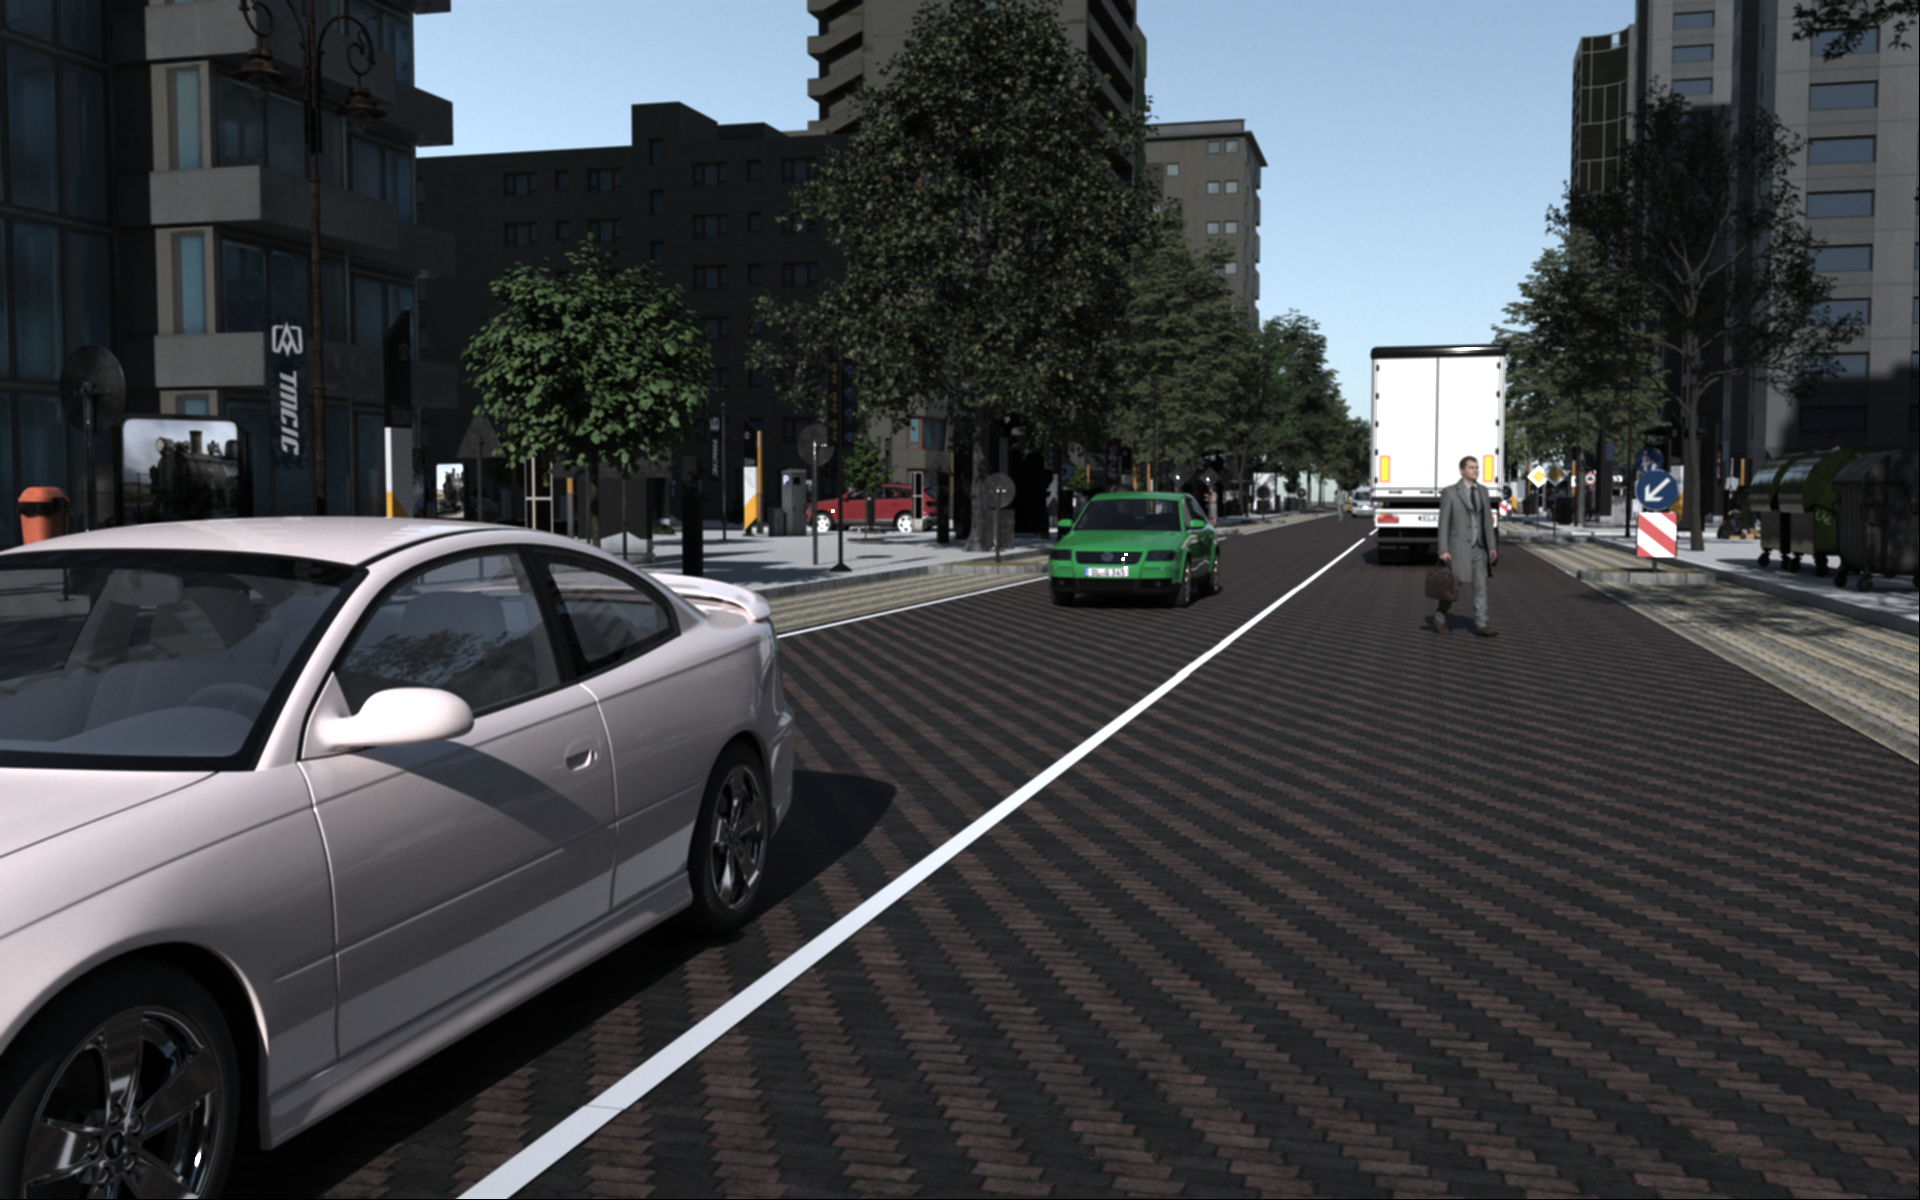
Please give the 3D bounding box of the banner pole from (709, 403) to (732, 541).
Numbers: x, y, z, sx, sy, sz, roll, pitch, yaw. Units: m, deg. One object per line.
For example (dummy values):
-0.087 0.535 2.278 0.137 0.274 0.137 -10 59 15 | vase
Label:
-6.604 -3.510 47.413 0.401 3.779 0.863 2 4 30 | banner pole

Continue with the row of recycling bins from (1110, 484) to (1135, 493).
6.636 -3.874 70.445 1.069 1.692 3.534 0 4 3 | row of recycling bins

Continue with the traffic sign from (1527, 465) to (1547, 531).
20.105 -3.461 60.222 0.795 2.450 0.064 1 4 15 | traffic sign

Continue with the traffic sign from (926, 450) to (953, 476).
-0.602 -3.153 51.555 0.884 2.594 0.081 1 4 22 | traffic sign

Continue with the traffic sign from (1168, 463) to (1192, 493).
7.035 -3.170 55.467 0.795 2.450 0.064 1 4 15 | traffic sign

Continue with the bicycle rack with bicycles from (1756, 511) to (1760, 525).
37.351 -3.976 78.389 2.925 0.926 2.852 -1 4 -17 | bicycle rack with bicycles

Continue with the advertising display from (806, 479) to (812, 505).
-6.537 -4.183 73.613 0.123 1.923 0.974 2 4 34 | advertising display

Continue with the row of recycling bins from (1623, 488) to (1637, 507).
43.007 -6.362 111.135 1.069 1.692 3.534 2 4 23 | row of recycling bins

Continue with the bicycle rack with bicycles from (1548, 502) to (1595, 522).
28.327 -4.040 79.434 2.925 0.926 2.852 1 4 9 | bicycle rack with bicycles

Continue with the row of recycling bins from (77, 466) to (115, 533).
-12.767 -1.203 26.787 1.069 1.692 3.534 -1 4 -13 | row of recycling bins

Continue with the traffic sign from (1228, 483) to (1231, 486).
17.512 -7.030 114.945 0.884 2.594 0.081 1 4 16 | traffic sign

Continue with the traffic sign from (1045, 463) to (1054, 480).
3.051 -3.913 63.975 0.884 2.594 0.081 2 4 24 | traffic sign

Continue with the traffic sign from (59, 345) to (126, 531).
-7.419 -0.898 14.794 0.768 2.556 0.104 1 4 23 | traffic sign

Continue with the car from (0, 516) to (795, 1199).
-1.942 0.475 4.602 2.083 1.381 4.827 1 4 15 | car

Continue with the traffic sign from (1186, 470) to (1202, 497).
12.069 -5.471 89.456 0.884 2.594 0.081 2 4 25 | traffic sign

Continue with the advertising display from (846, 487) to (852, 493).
-4.062 -3.884 68.712 0.974 1.923 0.123 -2 4 -35 | advertising display

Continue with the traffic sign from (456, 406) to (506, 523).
-7.001 -1.545 25.257 0.884 2.594 0.081 1 4 22 | traffic sign

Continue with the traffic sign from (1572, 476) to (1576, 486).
34.996 -5.881 98.287 0.606 2.300 0.079 1 4 22 | traffic sign

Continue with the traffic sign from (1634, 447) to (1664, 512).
18.783 -2.885 47.274 0.768 2.556 0.104 1 4 17 | traffic sign

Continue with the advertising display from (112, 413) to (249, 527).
-6.317 -0.540 14.047 0.974 1.923 0.123 -3 5 -42 | advertising display

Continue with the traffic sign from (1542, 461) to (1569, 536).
18.037 -2.989 52.508 0.795 2.450 0.064 1 4 15 | traffic sign

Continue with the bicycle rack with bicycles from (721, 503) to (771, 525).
-8.860 -3.641 72.913 2.852 0.926 2.925 3 5 45 | bicycle rack with bicycles

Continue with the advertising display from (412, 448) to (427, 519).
-7.701 -1.159 24.158 0.123 1.923 0.974 0 4 7 | advertising display

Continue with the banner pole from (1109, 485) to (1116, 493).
10.698 -8.050 121.640 0.863 3.779 0.401 1 4 17 | banner pole

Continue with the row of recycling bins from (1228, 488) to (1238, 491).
18.605 -7.020 121.889 1.069 1.692 3.534 -1 4 -17 | row of recycling bins

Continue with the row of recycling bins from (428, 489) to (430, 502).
-43.178 -8.404 144.525 1.069 1.692 3.534 3 4 39 | row of recycling bins

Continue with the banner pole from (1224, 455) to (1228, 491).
17.114 -7.443 111.715 0.401 3.779 0.863 3 4 37 | banner pole

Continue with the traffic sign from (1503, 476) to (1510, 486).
39.131 -7.616 124.624 0.768 2.556 0.104 2 4 24 | traffic sign

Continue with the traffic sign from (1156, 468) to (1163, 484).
9.918 -5.170 84.638 0.768 2.556 0.104 1 4 22 | traffic sign

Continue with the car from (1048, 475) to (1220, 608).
2.418 -0.893 23.404 1.959 1.807 4.718 1 4 16 | car

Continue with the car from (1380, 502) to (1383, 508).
38.019 -8.963 156.770 2.015 1.641 3.980 1 4 17 | car

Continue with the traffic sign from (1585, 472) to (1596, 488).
36.651 -6.157 100.771 0.768 2.556 0.104 1 4 18 | traffic sign

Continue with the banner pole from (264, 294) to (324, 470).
-8.161 -1.926 21.511 0.863 3.779 0.401 -3 5 -40 | banner pole

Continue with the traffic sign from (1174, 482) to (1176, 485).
11.959 -5.939 97.203 0.768 2.556 0.104 1 4 19 | traffic sign

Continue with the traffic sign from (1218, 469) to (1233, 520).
13.361 -5.331 87.269 0.768 2.556 0.104 1 4 21 | traffic sign

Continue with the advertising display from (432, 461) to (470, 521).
-10.124 -1.794 34.551 0.974 1.923 0.123 3 4 38 | advertising display

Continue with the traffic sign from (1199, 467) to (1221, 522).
9.103 -3.642 63.181 0.795 2.450 0.064 1 4 15 | traffic sign

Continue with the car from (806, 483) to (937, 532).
-3.059 -3.263 62.024 5.304 1.827 2.281 1 4 16 | car

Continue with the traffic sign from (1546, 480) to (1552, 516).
34.319 -6.131 100.340 0.768 2.556 0.104 1 4 21 | traffic sign

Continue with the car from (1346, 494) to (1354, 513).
30.629 -7.503 132.900 2.015 1.641 3.980 1 4 15 | car

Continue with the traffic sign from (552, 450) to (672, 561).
-5.466 -2.010 26.735 2.265 3.308 0.079 1 4 20 | traffic sign

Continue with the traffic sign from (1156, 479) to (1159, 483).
10.485 -5.413 89.691 0.795 2.450 0.064 1 4 23 | traffic sign

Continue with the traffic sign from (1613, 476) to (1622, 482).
36.024 -5.687 95.115 0.606 2.300 0.079 1 4 15 | traffic sign

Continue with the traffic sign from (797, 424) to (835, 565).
-2.619 -1.908 31.300 0.768 2.556 0.104 2 4 24 | traffic sign

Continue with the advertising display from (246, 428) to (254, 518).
-7.284 -0.714 16.884 0.974 1.923 0.123 2 4 25 | advertising display

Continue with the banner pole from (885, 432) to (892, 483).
-2.799 -4.791 68.351 0.401 3.779 0.863 1 4 19 | banner pole

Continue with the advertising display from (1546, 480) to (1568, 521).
28.157 -4.681 81.741 0.974 1.923 0.123 3 5 40 | advertising display

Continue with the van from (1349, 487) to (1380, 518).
24.641 -6.004 105.183 2.013 2.044 4.112 1 4 14 | van

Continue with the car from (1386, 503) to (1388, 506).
20.074 -3.980 77.434 2.083 1.381 4.827 1 4 16 | car

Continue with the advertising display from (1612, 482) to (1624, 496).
33.730 -5.146 89.348 0.974 1.923 0.123 -1 4 -9 | advertising display

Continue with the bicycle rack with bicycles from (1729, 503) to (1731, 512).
30.877 -3.678 73.521 2.852 0.926 2.925 3 5 43 | bicycle rack with bicycles
